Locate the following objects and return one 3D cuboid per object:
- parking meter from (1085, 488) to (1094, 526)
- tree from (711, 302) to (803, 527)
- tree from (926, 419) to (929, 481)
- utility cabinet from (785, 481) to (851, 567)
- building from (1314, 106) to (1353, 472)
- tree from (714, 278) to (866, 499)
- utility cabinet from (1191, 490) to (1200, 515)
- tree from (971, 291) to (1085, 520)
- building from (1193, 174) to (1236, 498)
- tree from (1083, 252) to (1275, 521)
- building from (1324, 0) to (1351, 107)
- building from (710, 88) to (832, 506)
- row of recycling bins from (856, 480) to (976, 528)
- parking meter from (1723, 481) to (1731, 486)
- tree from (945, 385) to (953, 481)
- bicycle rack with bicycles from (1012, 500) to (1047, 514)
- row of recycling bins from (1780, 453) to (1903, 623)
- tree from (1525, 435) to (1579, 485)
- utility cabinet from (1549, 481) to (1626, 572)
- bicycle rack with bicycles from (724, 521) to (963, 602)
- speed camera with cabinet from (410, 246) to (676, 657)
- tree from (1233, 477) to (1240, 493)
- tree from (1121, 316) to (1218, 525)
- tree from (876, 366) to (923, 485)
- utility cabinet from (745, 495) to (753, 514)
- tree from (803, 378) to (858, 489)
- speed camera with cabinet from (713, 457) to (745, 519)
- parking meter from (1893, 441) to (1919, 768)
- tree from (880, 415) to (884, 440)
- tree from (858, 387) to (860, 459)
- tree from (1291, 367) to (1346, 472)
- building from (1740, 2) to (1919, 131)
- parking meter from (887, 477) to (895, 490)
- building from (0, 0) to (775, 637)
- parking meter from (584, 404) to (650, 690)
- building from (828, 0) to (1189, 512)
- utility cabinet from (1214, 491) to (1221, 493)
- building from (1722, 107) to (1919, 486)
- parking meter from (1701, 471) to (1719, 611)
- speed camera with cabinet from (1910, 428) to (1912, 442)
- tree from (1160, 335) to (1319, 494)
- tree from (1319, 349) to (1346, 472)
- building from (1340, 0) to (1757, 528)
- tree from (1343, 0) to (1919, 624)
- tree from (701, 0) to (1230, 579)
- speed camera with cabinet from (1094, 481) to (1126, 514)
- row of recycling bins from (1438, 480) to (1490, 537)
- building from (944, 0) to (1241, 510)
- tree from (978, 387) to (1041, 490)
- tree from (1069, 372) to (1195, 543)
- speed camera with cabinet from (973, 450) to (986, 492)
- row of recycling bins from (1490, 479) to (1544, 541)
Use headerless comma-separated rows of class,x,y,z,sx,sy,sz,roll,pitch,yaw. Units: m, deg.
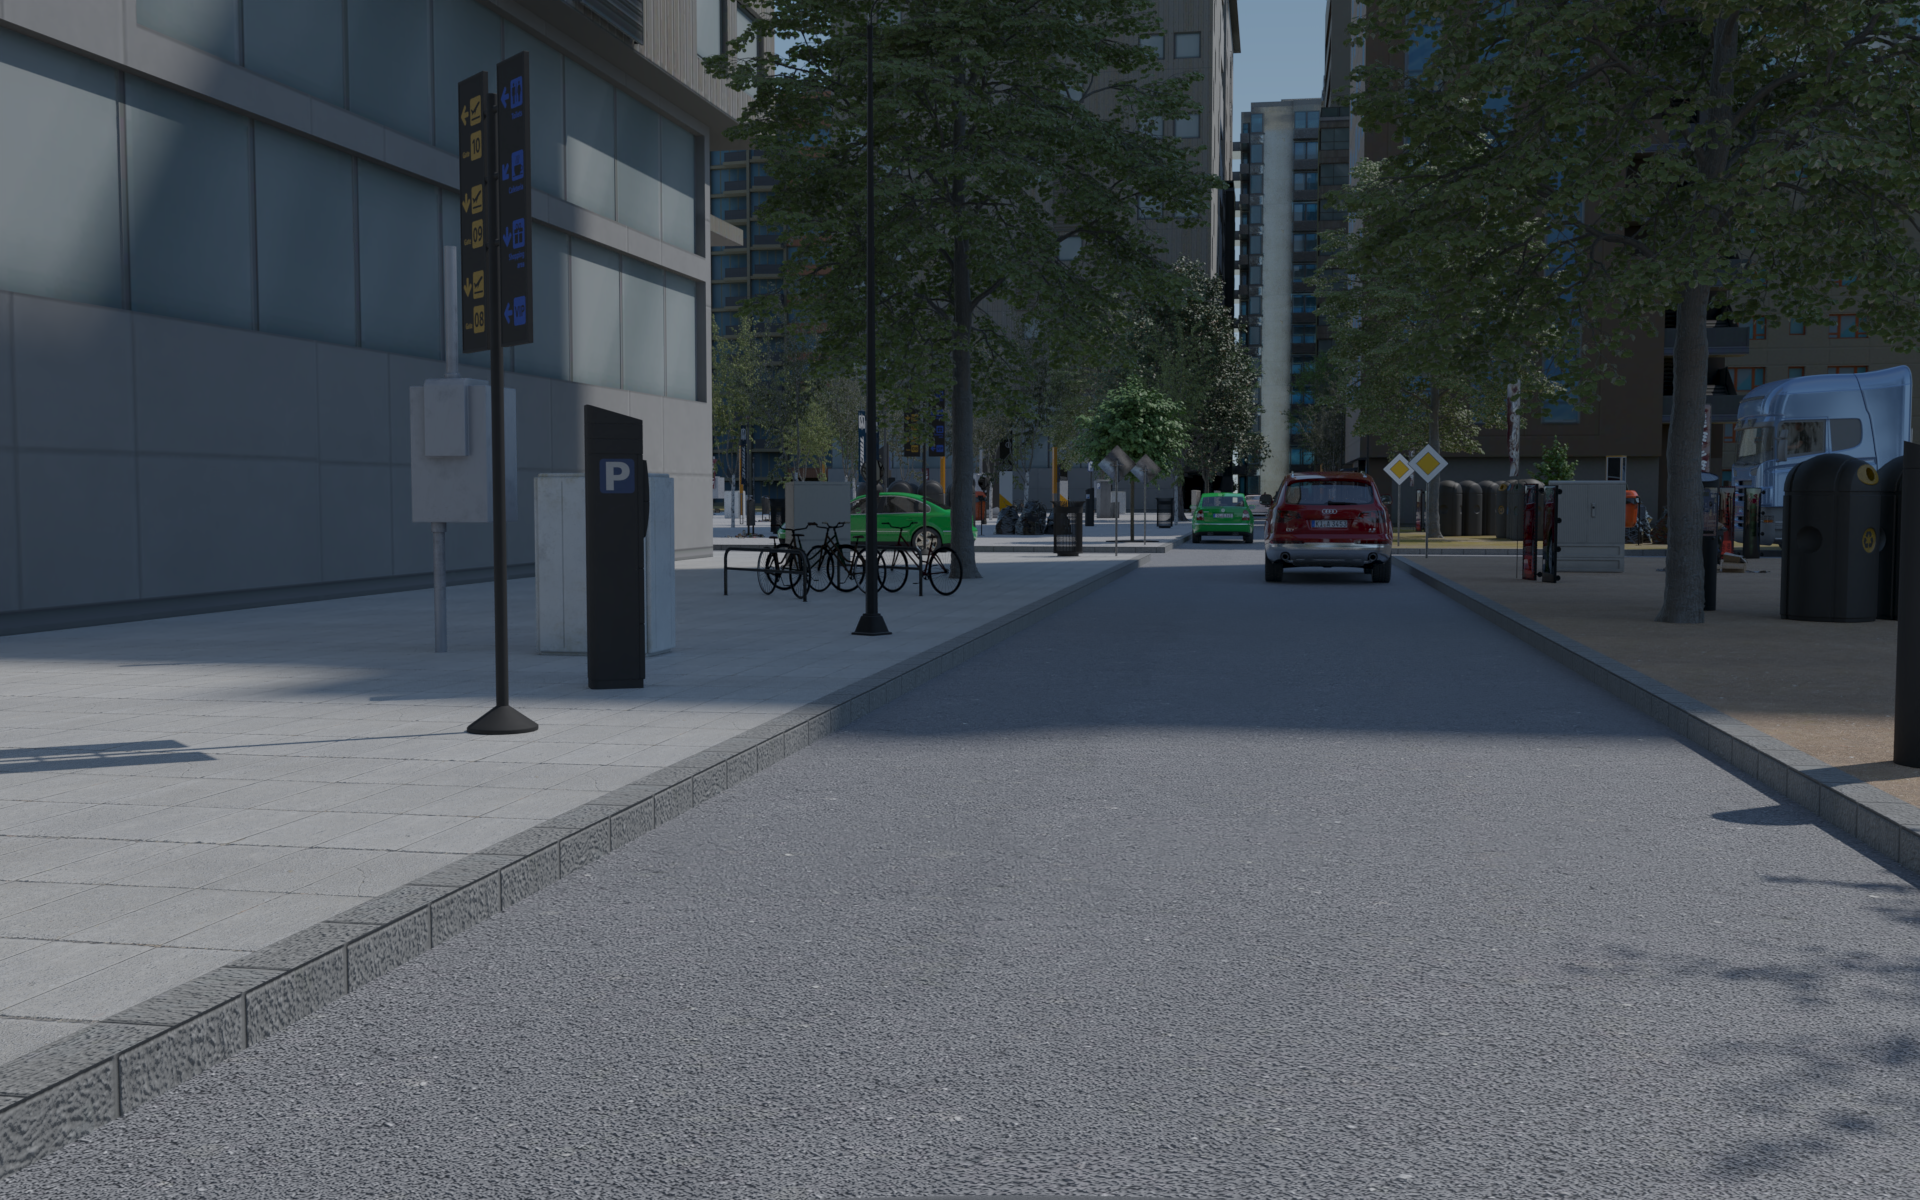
parking meter,5.150,-3.694,68.814,0.372,1.533,0.369,0,3,0
tree,-8.760,-7.114,66.679,4.737,8.622,4.395,0,3,0
tree,-3.085,-8.783,93.963,4.360,8.622,3.978,0,3,0
utility cabinet,-2.501,-1.332,30.460,1.173,1.500,0.318,-3,4,-37
building,34.132,-22.002,131.432,14.160,30.474,14.107,1,4,10
tree,-5.777,-6.598,58.237,4.360,8.622,3.978,0,3,0
utility cabinet,13.999,-5.750,102.684,0.318,1.500,1.173,1,4,19
tree,2.232,-6.620,58.605,4.360,8.622,3.978,0,3,0
building,17.154,-23.390,154.121,14.160,30.474,14.107,1,4,10
tree,10.314,-10.122,82.496,9.611,12.733,9.660,0,3,0
building,42.027,-32.040,147.563,21.300,48.544,21.600,1,4,10
building,-12.307,-32.669,188.754,28.867,44.769,22.147,1,4,10
row of recycling bins,-1.289,-2.686,51.033,3.534,1.692,1.069,-1,4,-9
parking meter,33.296,-4.244,75.108,0.399,1.863,0.255,-2,4,-33
tree,1.425,-8.249,85.232,4.360,8.622,3.978,0,3,0
bicycle rack with bicycles,3.871,-6.007,111.599,2.852,0.926,2.925,-2,4,-29
row of recycling bins,10.185,-0.647,17.698,3.534,1.692,1.069,0,4,-2
tree,19.196,-3.768,56.202,1.663,3.219,1.824,0,3,0
utility cabinet,10.263,-1.206,28.390,1.173,1.500,0.318,1,4,15
bicycle rack with bicycles,-1.731,-0.529,22.037,2.852,0.926,2.925,-3,4,-39
speed camera with cabinet,-3.359,-1.200,13.964,2.038,3.252,0.660,1,4,12
tree,25.543,-10.344,163.718,1.663,3.219,1.824,0,3,0
tree,8.659,-7.369,70.849,4.737,8.622,4.395,0,3,0
tree,-4.579,-7.473,72.548,4.360,8.622,3.978,0,3,0
utility cabinet,-13.698,-6.076,110.506,1.020,1.237,0.306,3,4,36
tree,-8.783,-8.975,97.097,4.737,8.622,4.395,0,3,0
speed camera with cabinet,-12.281,-5.922,91.161,2.038,3.252,0.660,2,4,30
parking meter,4.630,0.016,8.157,0.372,1.533,0.369,0,3,0
tree,-7.011,-9.880,111.902,4.737,8.622,4.395,0,3,0
tree,-8.427,-9.316,102.673,4.737,8.622,4.395,0,3,0
tree,21.438,-9.102,99.177,4.360,8.622,3.978,0,3,0
building,82.613,-33.685,170.356,30.456,49.044,23.786,1,4,10
parking meter,-2.458,-3.369,60.801,0.255,1.863,0.399,-2,4,-29
building,-19.067,-26.656,25.060,27.495,52.752,28.713,1,4,10
parking meter,-2.267,-0.352,11.467,0.399,1.863,0.255,-1,4,-18
building,6.324,-33.269,133.188,28.713,52.752,27.495,1,4,10
utility cabinet,17.196,-6.543,115.650,0.318,1.500,1.173,0,4,1
building,38.271,-15.549,99.267,27.650,21.520,28.899,1,4,10
parking meter,8.171,-0.656,19.139,0.372,1.533,0.369,0,3,0
speed camera with cabinet,29.033,-3.508,51.699,0.660,3.252,2.038,-1,4,-17
tree,15.969,-11.406,112.244,9.928,11.665,9.643,0,3,0
tree,26.376,-11.960,121.303,9.928,11.665,9.643,0,3,0
building,23.459,-25.757,71.245,14.600,45.320,14.200,1,4,10
tree,7.635,-6.037,16.831,7.486,12.596,7.792,0,3,0
tree,0.064,-6.573,25.596,7.486,12.596,7.792,0,3,0
speed camera with cabinet,9.827,-7.291,113.549,2.038,3.252,0.660,-1,4,-13
row of recycling bins,15.892,-2.828,53.345,3.534,1.692,1.069,-3,4,-37
building,14.808,-36.139,180.118,27.495,52.752,28.713,1,4,10
tree,3.230,-10.228,117.595,4.737,8.622,4.395,0,3,0
tree,4.699,-3.826,46.264,4.285,4.588,4.351,0,3,0
speed camera with cabinet,0.422,-5.106,77.818,0.660,3.252,2.038,-2,4,-31
row of recycling bins,15.891,-2.558,48.944,1.069,1.692,3.534,1,4,8
